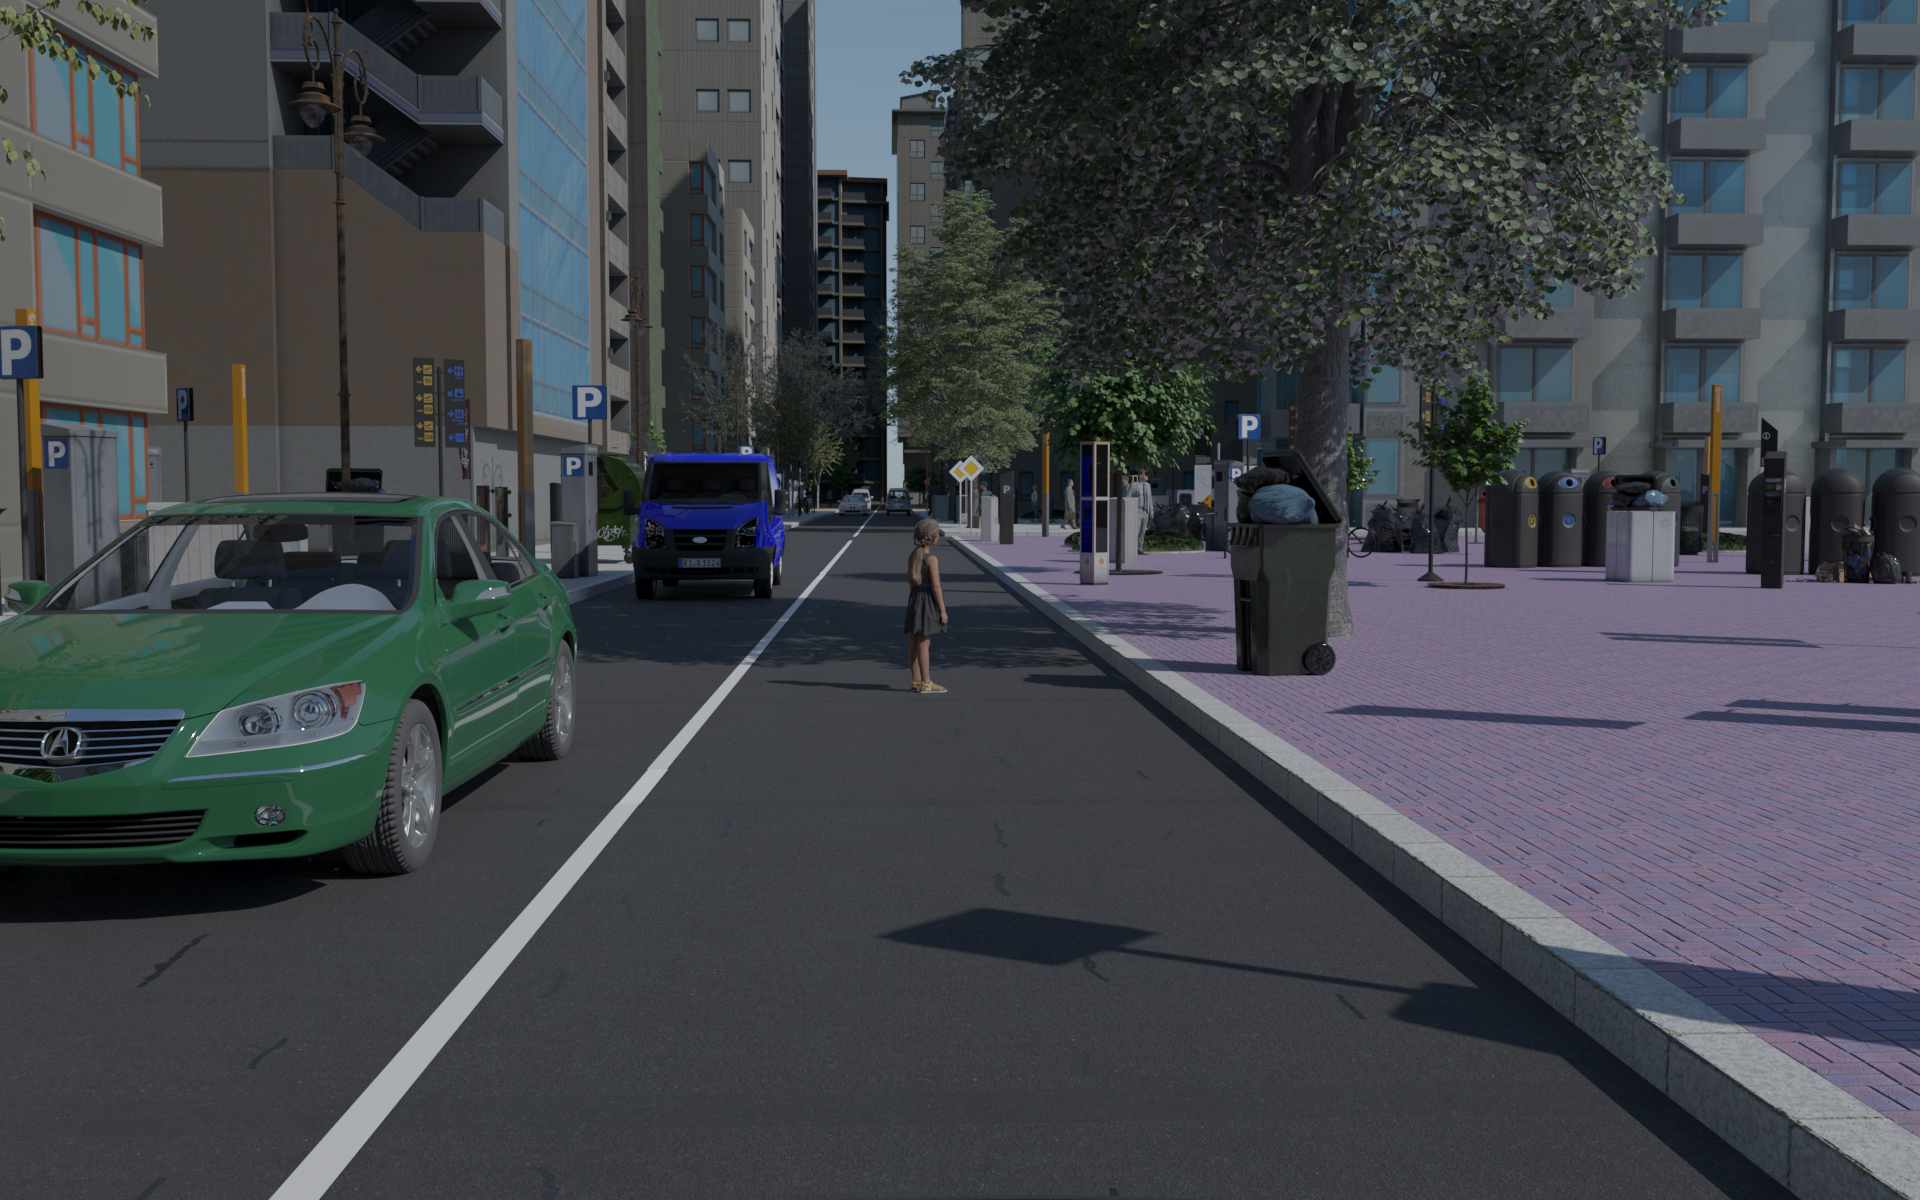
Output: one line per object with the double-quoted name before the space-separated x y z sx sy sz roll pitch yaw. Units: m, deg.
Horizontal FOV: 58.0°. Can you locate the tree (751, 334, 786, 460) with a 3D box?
"tree" -11.228 -13.234 126.744 12.009 13.543 11.850 0 3 0

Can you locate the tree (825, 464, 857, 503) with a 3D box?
"tree" -12.634 -12.303 184.862 4.285 4.588 4.351 0 3 0

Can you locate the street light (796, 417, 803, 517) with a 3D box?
"street light" -9.162 -7.695 98.597 0.468 5.910 1.993 0 4 -2

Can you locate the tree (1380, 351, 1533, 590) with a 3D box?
"tree" 7.019 -1.772 23.572 1.663 3.219 1.824 0 3 0

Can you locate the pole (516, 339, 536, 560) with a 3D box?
"pole" -5.737 -1.776 22.877 0.158 3.312 0.155 0 3 0

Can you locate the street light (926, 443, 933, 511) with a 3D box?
"street light" -1.812 -8.689 114.857 0.468 5.910 1.993 0 4 -2

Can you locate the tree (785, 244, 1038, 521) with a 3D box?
"tree" -0.316 -10.579 83.338 12.009 13.543 11.850 0 3 0

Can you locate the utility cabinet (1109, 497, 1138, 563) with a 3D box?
"utility cabinet" 2.995 -1.305 32.491 0.306 1.237 1.020 -1 4 -18

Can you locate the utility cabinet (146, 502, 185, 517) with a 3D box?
"utility cabinet" -5.625 -0.125 13.210 1.020 1.237 0.306 -1 4 -23

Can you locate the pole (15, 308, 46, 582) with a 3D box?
"pole" -10.289 -1.549 19.174 0.158 3.312 0.155 0 3 0

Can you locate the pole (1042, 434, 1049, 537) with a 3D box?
"pole" 2.557 -3.542 51.760 0.158 3.312 0.155 0 3 0

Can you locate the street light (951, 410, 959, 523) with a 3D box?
"street light" -0.210 -6.318 76.089 0.468 5.910 1.993 0 4 -2

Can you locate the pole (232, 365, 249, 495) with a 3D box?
"pole" -11.368 -2.052 27.388 0.158 3.312 0.155 0 3 0

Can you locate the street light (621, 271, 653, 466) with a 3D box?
"street light" -6.698 -3.869 36.047 0.468 5.910 1.993 0 4 -2

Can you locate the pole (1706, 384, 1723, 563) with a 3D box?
"pole" 14.096 -2.355 32.343 0.158 3.312 0.155 0 3 0

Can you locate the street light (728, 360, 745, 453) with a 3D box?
"street light" -7.695 -5.323 59.824 0.468 5.910 1.993 0 4 -2

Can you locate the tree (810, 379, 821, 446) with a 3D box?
"tree" -9.986 -9.291 102.273 4.360 8.622 3.978 0 3 0

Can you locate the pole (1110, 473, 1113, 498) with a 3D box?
"pole" 7.982 -5.953 91.180 0.158 3.312 0.155 0 3 0

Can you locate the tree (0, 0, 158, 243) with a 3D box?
"tree" -6.698 -3.634 9.782 4.737 8.622 4.395 0 3 0

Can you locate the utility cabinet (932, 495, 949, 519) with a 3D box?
"utility cabinet" -1.002 -4.843 90.343 1.020 1.237 0.306 -3 5 -41

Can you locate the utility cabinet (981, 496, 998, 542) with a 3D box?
"utility cabinet" 0.816 -2.208 47.264 0.306 1.237 1.020 1 4 12

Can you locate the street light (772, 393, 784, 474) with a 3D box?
"street light" -8.335 -6.509 79.214 0.468 5.910 1.993 0 4 -2

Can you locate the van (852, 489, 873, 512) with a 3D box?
"van" -8.157 -8.277 142.337 2.013 2.044 4.112 0 4 -3

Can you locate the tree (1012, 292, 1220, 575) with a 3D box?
"tree" 2.487 -2.706 27.956 4.285 4.588 4.351 0 3 0

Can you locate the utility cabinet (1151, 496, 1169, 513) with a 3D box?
"utility cabinet" 8.198 -3.670 71.161 0.306 1.237 1.020 3 4 39

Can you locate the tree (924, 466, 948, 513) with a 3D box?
"tree" -1.813 -7.512 117.423 1.663 3.219 1.824 0 3 0

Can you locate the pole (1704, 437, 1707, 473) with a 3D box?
"pole" 26.483 -4.134 61.435 0.158 3.312 0.155 0 3 0

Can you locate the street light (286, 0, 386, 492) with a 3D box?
"street light" -5.938 -2.683 16.661 0.468 5.910 1.993 0 4 -2

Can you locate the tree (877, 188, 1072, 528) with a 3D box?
"tree" 0.535 -8.991 65.128 7.486 12.596 7.792 0 3 0

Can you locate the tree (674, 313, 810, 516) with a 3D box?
"tree" -9.088 -7.285 69.470 4.360 8.622 3.978 0 3 0

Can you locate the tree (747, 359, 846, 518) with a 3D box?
"tree" -9.371 -8.771 93.773 4.737 8.622 4.395 0 3 0

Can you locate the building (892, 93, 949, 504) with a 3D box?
"building" 4.532 -39.506 235.160 27.495 52.752 28.713 0 4 -2

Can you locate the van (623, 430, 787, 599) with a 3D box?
"van" -3.629 -1.293 25.526 2.240 2.365 5.245 0 4 -4

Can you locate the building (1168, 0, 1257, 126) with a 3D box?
"building" 29.136 -48.536 231.818 20.611 71.187 20.563 0 4 -2

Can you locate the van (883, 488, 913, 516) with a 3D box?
"van" -4.151 -6.691 116.415 2.013 2.044 4.112 0 4 -2

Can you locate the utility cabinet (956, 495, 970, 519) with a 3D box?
"utility cabinet" 0.197 -4.867 90.734 1.020 1.237 0.306 -1 4 -19

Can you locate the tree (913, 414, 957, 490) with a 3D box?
"tree" -1.192 -10.856 127.850 4.360 8.622 3.978 0 3 0

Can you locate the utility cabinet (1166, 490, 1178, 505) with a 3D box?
"utility cabinet" 11.172 -4.906 88.900 1.173 1.500 0.318 0 4 3

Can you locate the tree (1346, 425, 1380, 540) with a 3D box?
"tree" 10.922 -3.307 48.670 1.663 3.219 1.824 0 3 0

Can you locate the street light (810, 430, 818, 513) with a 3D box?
"street light" -9.947 -8.880 117.982 0.468 5.910 1.993 0 4 -2

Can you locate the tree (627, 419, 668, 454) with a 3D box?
"tree" -7.839 -3.053 44.514 1.663 3.219 1.824 0 3 0

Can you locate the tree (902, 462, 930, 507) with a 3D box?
"tree" -4.311 -11.960 179.255 4.285 4.588 4.351 0 3 0

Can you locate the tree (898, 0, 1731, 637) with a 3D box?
"tree" 3.222 -6.660 15.542 9.857 13.997 8.962 0 3 0

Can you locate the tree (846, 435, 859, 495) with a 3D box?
"tree" -11.971 -12.025 146.975 4.737 8.622 4.395 0 3 0

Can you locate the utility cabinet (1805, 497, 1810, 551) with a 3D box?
"utility cabinet" 19.261 -1.707 39.077 1.020 1.237 0.306 -1 4 -22

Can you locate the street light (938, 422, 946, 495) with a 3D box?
"street light" -0.981 -7.504 95.474 0.468 5.910 1.993 0 4 -2
